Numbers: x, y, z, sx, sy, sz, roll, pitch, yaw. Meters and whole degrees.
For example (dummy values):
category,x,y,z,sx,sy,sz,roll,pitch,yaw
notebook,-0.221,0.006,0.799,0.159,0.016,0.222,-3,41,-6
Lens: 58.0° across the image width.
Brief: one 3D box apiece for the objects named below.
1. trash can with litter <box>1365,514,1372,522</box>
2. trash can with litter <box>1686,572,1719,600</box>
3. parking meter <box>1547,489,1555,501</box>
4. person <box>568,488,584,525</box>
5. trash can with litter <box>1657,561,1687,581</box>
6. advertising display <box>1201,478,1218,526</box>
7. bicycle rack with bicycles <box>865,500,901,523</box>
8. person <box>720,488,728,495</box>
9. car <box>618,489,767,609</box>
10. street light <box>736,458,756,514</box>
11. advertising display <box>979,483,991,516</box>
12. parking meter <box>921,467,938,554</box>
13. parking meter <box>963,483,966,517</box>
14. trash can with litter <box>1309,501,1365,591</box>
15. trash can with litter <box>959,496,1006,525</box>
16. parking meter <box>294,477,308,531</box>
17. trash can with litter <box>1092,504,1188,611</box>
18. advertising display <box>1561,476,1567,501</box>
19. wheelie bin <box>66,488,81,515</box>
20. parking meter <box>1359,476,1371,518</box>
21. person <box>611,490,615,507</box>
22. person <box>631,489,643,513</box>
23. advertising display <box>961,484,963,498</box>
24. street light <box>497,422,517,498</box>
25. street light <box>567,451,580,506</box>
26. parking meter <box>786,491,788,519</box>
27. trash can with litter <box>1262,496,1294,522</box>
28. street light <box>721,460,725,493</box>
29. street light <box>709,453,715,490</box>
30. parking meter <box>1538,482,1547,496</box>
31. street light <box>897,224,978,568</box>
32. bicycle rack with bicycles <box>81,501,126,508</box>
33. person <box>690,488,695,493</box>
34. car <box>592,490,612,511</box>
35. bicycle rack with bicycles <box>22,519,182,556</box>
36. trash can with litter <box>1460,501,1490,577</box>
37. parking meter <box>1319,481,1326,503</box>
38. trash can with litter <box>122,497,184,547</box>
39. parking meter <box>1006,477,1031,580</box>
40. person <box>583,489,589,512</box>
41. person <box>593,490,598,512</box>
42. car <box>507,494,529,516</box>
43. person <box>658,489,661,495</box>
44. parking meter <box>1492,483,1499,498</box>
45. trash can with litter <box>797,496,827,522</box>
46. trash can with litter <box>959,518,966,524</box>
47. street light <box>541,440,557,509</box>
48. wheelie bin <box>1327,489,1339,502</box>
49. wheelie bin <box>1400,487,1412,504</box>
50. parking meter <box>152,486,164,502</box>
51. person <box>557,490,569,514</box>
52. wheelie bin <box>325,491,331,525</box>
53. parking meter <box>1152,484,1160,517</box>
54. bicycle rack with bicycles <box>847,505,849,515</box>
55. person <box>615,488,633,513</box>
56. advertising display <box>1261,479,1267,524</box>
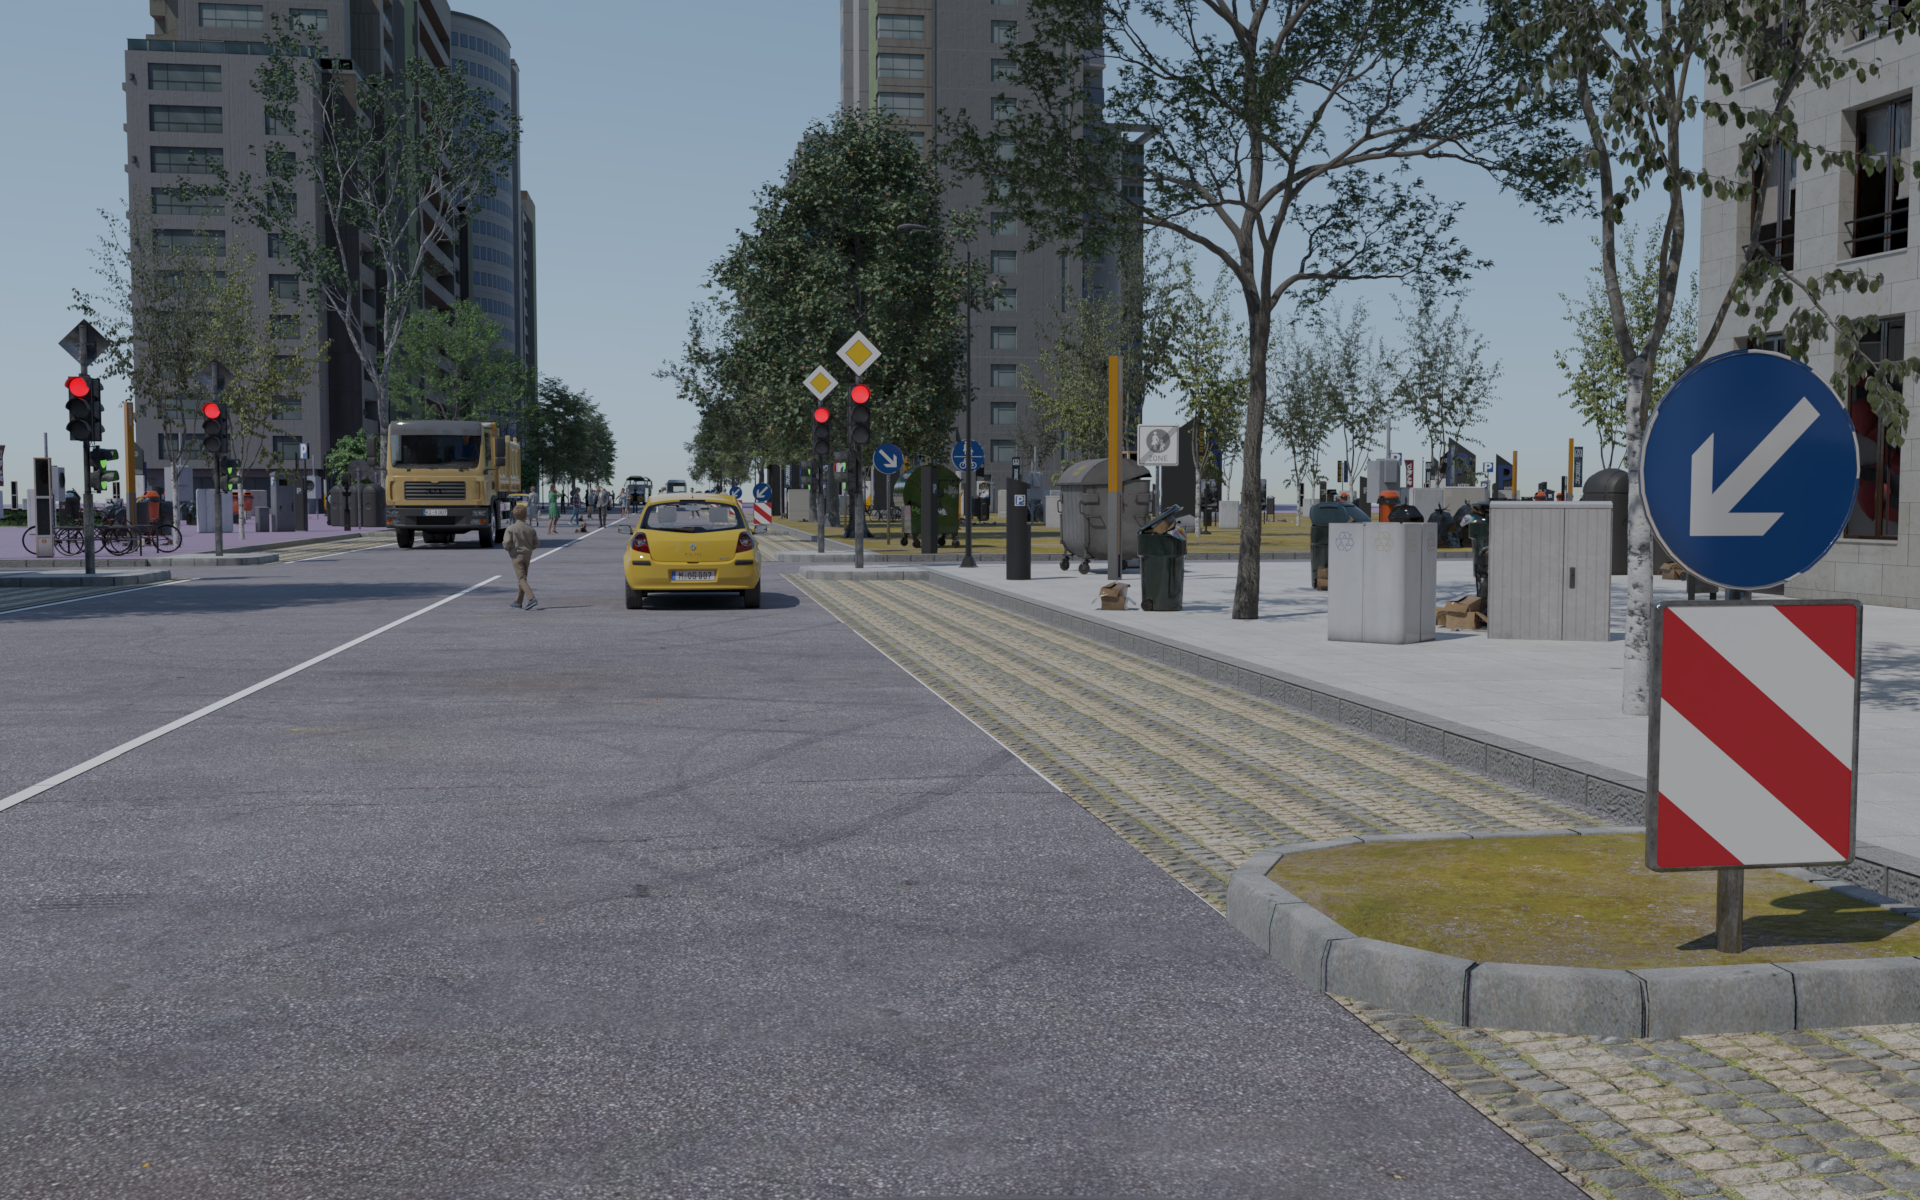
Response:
category,x,y,z,sx,sy,sz,roll,pitch,yaw
trash can with litter,6.234,-0.934,26.654,0.624,1.170,1.055,-3,4,-39
trash can with litter,7.461,-0.349,16.761,2.233,1.210,1.678,-3,5,-44
parking meter,29.278,-4.749,86.055,0.372,1.533,0.369,0,3,0
person,-17.617,-4.291,79.497,0.643,1.720,0.563,1,4,11
trash can with litter,10.770,-0.872,25.639,0.624,1.170,1.055,-1,4,-20
advertising display,9.826,-3.883,68.705,0.974,1.923,0.123,-2,4,-34
bicycle rack with bicycles,-2.681,-3.948,77.925,2.925,0.926,2.852,-1,4,-21
person,-12.478,-5.074,91.939,0.782,1.767,0.515,1,4,14
car,-3.554,-0.785,23.057,2.015,1.641,3.980,-1,4,-9
street light,-13.990,-8.636,113.734,1.470,5.913,1.316,-1,4,-9
advertising display,1.463,-5.985,103.061,0.123,1.923,0.974,-3,4,-38
parking meter,-0.654,-1.929,37.247,0.255,1.863,0.399,1,4,22
parking meter,0.387,-5.471,95.155,0.255,1.863,0.399,2,4,34
trash can with litter,5.031,-0.730,23.321,0.624,1.170,1.055,0,4,7
trash can with litter,0.877,-3.705,71.635,2.233,1.210,1.678,3,4,39
parking meter,-22.963,-3.341,60.343,0.399,1.863,0.255,1,4,12
trash can with litter,1.980,-0.468,19.046,1.055,1.170,0.624,1,4,12
advertising display,21.393,-3.433,61.350,0.123,1.923,0.974,2,4,24
wheelie bin,-43.427,-4.706,84.848,0.693,1.594,0.980,-2,4,-25
parking meter,13.075,-3.063,55.795,0.399,1.863,0.255,0,4,6
person,-37.018,-10.759,184.278,0.599,1.838,0.709,-2,4,-28
person,-24.107,-7.337,128.476,1.348,1.822,0.705,-2,4,-33
advertising display,0.331,-6.263,107.619,0.123,1.923,0.974,-2,4,-34
street light,-29.142,-8.486,111.284,1.470,5.913,1.316,-1,4,-9
street light,-41.295,-12.987,184.882,1.470,5.913,1.316,-1,4,-9
parking meter,-8.714,-4.914,88.749,0.372,1.533,0.369,0,3,0
trash can with litter,14.419,-4.185,79.484,1.678,1.210,2.233,-2,4,-29
street light,-20.039,-10.903,150.802,1.470,5.913,1.316,-1,4,-9
street light,-27.545,-13.682,196.242,1.470,5.913,1.316,-1,4,-9
parking meter,27.258,-4.610,81.078,0.399,1.863,0.255,-2,4,-34
street light,-0.385,-3.516,30.035,1.470,5.913,1.316,-1,4,-9
bicycle rack with bicycles,-43.258,-4.593,88.481,2.925,0.926,2.852,1,4,12
person,-15.784,-5.778,102.994,0.620,1.820,0.660,-3,5,-44
car,-31.564,-8.737,151.523,2.281,1.827,5.304,-1,4,-9
bicycle rack with bicycles,-18.196,-1.415,36.516,2.925,0.926,2.852,-1,4,-13
trash can with litter,8.286,-0.936,26.683,1.055,1.170,0.624,-2,4,-28
parking meter,16.117,-4.357,76.950,0.255,1.863,0.399,0,4,5
trash can with litter,-20.071,-1.967,43.225,1.678,1.210,2.233,1,4,10
parking meter,0.877,-1.070,25.899,0.372,1.533,0.369,0,3,0
person,-30.259,-8.058,140.381,0.705,1.807,1.348,1,4,9
person,-28.517,-7.740,135.585,0.617,1.759,0.750,-1,4,-10
car,-25.894,-5.593,101.670,2.015,1.641,3.980,-1,4,-10
person,-25.713,-8.551,148.310,1.348,1.824,0.705,2,4,35
parking meter,27.983,-5.191,90.592,0.255,1.863,0.399,0,4,1
trash can with litter,-6.800,-4.281,81.054,2.233,1.210,1.678,-3,5,-39
trash can with litter,-0.184,-3.815,73.761,1.055,1.170,0.624,2,4,32
street light,-35.121,-10.733,148.024,1.470,5.913,1.316,-1,4,-9
wheelie bin,23.921,-6.324,111.301,0.980,1.594,0.693,-1,4,-12
wheelie bin,20.290,-4.349,79.021,0.980,1.594,0.693,0,4,-3
parking meter,-26.737,-3.019,57.778,0.372,1.533,0.369,0,3,0
person,-28.095,-6.929,122.306,1.217,1.766,0.721,1,4,23
wheelie bin,-25.633,-3.860,71.019,0.693,1.594,0.980,-1,4,-14
parking meter,10.850,-5.512,95.834,0.399,1.863,0.255,1,4,17
bicycle rack with bicycles,-5.535,-5.433,102.216,2.925,0.926,2.852,-1,4,-16
person,-25.142,-7.424,129.520,1.348,1.869,0.705,-2,4,-25
advertising display,12.723,-4.200,73.885,0.974,1.923,0.123,-3,5,-42
